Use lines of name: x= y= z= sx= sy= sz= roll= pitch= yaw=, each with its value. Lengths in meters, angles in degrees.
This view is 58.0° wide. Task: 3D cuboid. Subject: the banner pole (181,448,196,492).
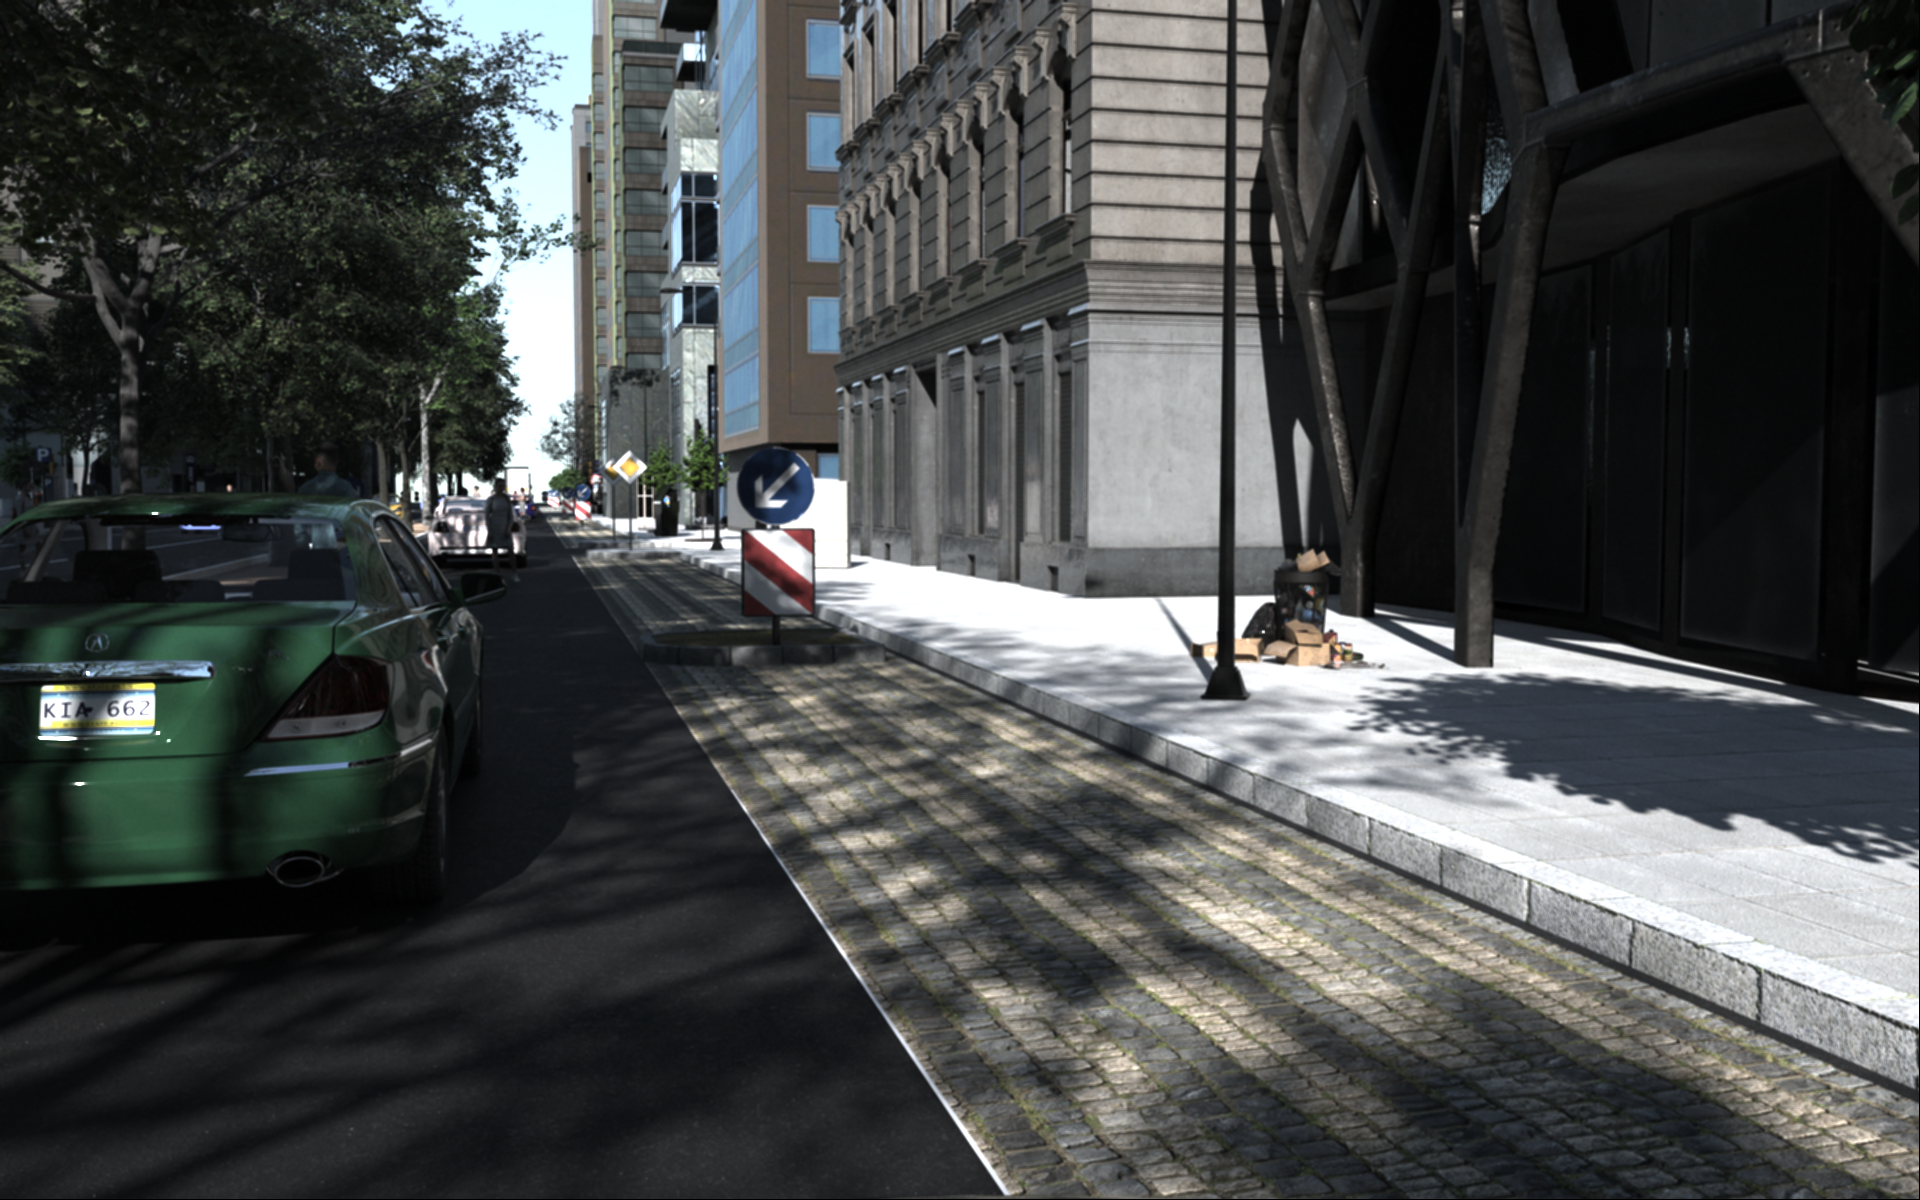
banner pole: x=-41.986 y=-6.370 z=94.169 sx=0.863 sy=3.779 sz=0.401 roll=-1 pitch=4 yaw=-14

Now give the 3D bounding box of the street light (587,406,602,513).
street light: x=-18.833 y=-7.248 z=91.044 sx=1.470 sy=5.913 sz=1.316 roll=-1 pitch=4 yaw=-14

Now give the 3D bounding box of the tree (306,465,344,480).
tree: x=-58.886 y=-10.820 z=160.614 sx=4.285 sy=4.588 sz=4.351 roll=0 pitch=3 yaw=0

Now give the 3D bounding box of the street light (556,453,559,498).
street light: x=-44.476 y=-13.564 z=194.308 sx=1.470 sy=5.913 sz=1.316 roll=-1 pitch=4 yaw=-14

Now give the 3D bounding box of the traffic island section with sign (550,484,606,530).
traffic island section with sign: x=-15.171 y=-3.693 z=69.011 sx=1.989 sy=1.847 sz=2.006 roll=-1 pitch=4 yaw=-14

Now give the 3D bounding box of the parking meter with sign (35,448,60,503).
parking meter with sign: x=-34.519 y=-4.254 z=65.809 sx=0.543 sy=3.016 sz=1.738 roll=-1 pitch=4 yaw=-11

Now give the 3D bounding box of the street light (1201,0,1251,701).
street light: x=1.149 y=-2.329 z=10.620 sx=1.470 sy=5.913 sz=1.316 roll=-1 pitch=4 yaw=-14

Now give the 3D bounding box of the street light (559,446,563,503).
street light: x=-37.471 y=-11.842 z=166.153 sx=1.470 sy=5.913 sz=1.316 roll=-1 pitch=4 yaw=-14

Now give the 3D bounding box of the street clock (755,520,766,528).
street clock: x=-4.218 y=-1.963 z=36.663 sx=0.471 sy=2.002 sz=0.358 roll=-3 pitch=4 yaw=-38

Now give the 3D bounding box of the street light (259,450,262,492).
street light: x=-46.527 y=-8.810 z=116.591 sx=1.470 sy=5.913 sz=1.316 roll=-1 pitch=4 yaw=-14

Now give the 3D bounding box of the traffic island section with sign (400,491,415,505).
traffic island section with sign: x=-70.536 y=-12.900 z=219.542 sx=1.989 sy=1.847 sz=2.006 roll=-1 pitch=4 yaw=-14

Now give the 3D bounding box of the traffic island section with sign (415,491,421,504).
traffic island section with sign: x=-77.165 y=-14.532 z=246.229 sx=1.989 sy=1.847 sz=2.006 roll=-1 pitch=4 yaw=-14

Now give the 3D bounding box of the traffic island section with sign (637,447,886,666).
traffic island section with sign: x=-1.832 y=-0.410 z=15.337 sx=1.989 sy=1.847 sz=2.006 roll=-1 pitch=4 yaw=-14

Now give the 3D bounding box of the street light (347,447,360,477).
street light: x=-60.377 y=-12.221 z=172.358 sx=1.470 sy=5.913 sz=1.316 roll=-1 pitch=4 yaw=-14

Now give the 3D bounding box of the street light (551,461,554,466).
street light: x=-50.392 y=-15.013 z=218.001 sx=1.470 sy=5.913 sz=1.316 roll=-1 pitch=4 yaw=-14

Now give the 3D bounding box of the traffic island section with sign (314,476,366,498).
traffic island section with sign: x=-15.776 y=-2.268 z=45.216 sx=2.006 sy=1.907 sz=1.989 roll=-1 pitch=4 yaw=-14

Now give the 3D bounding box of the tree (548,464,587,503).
tree: x=-42.265 y=-12.521 z=188.424 sx=4.285 sy=4.588 sz=4.351 roll=0 pitch=3 yaw=0

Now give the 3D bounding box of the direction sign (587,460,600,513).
direction sign: x=-24.299 y=-7.511 z=114.809 sx=0.876 sy=3.537 sz=0.379 roll=-2 pitch=4 yaw=-35

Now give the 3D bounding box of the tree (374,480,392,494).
tree: x=-73.244 y=-13.762 z=219.608 sx=1.663 sy=3.219 sz=1.824 roll=0 pitch=3 yaw=0

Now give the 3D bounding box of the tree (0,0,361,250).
tree: x=-7.617 y=-5.530 z=11.002 sx=7.486 sy=12.596 sz=7.792 roll=0 pitch=3 yaw=0

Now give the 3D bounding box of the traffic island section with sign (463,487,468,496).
traffic island section with sign: x=-33.911 y=-6.728 z=118.142 sx=2.006 sy=1.907 sz=1.989 roll=-1 pitch=4 yaw=-14

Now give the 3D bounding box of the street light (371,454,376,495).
street light: x=-66.724 y=-13.803 z=198.227 sx=1.470 sy=5.913 sz=1.316 roll=-1 pitch=4 yaw=-14

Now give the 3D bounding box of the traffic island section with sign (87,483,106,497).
traffic island section with sign: x=-31.814 y=-3.370 z=63.726 sx=1.989 sy=1.847 sz=2.006 roll=-1 pitch=4 yaw=-14

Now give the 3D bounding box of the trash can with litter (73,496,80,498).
trash can with litter: x=-37.839 y=-3.865 z=74.250 sx=2.233 sy=1.210 sz=1.678 roll=3 pitch=5 yaw=44

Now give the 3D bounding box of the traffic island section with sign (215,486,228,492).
traffic island section with sign: x=-38.316 y=-4.970 z=89.888 sx=1.989 sy=1.847 sz=2.006 roll=-1 pitch=4 yaw=-14

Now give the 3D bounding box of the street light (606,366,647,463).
street light: x=-11.948 y=-5.522 z=62.834 sx=1.470 sy=5.913 sz=1.316 roll=-1 pitch=4 yaw=-14

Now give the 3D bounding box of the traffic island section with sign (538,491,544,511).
traffic island section with sign: x=-33.673 y=-8.246 z=143.457 sx=1.989 sy=1.847 sz=2.006 roll=-1 pitch=4 yaw=-14

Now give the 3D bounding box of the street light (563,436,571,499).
street light: x=-30.665 y=-10.136 z=138.271 sx=1.470 sy=5.913 sz=1.316 roll=-1 pitch=4 yaw=-14

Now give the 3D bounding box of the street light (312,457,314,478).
street light: x=-53.385 y=-10.515 z=144.460 sx=1.470 sy=5.913 sz=1.316 roll=-1 pitch=4 yaw=-14

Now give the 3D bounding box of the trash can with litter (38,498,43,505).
trash can with litter: x=-46.277 y=-4.633 z=87.138 sx=1.055 sy=1.170 sz=0.624 roll=1 pitch=4 yaw=14

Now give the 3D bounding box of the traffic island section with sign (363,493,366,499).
traffic island section with sign: x=-57.232 y=-9.625 z=166.004 sx=1.989 sy=1.847 sz=2.006 roll=-1 pitch=4 yaw=-14

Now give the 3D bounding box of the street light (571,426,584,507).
street light: x=-25.824 y=-8.971 z=119.212 sx=1.470 sy=5.913 sz=1.316 roll=-1 pitch=4 yaw=-14

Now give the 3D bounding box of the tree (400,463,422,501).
tree: x=-84.597 y=-19.380 z=267.220 sx=4.360 sy=8.622 sz=3.978 roll=0 pitch=3 yaw=0

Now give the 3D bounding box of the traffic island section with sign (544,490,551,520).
traffic island section with sign: x=-21.678 y=-5.293 z=95.172 sx=1.989 sy=1.847 sz=2.006 roll=-1 pitch=4 yaw=-14

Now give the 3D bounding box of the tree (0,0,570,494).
tree: x=-9.958 y=-6.587 z=20.520 sx=12.009 sy=13.543 sz=11.850 roll=0 pitch=3 yaw=0

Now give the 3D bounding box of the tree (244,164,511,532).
tree: x=-18.095 y=-7.691 z=53.962 sx=9.928 sy=11.665 sz=9.643 roll=0 pitch=3 yaw=0

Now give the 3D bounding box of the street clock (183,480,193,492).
street clock: x=-40.819 y=-5.324 z=91.614 sx=0.471 sy=2.002 sz=0.358 roll=-2 pitch=4 yaw=-30

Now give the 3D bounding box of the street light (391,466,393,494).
street light: x=-73.596 y=-15.508 z=226.094 sx=1.470 sy=5.913 sz=1.316 roll=-1 pitch=4 yaw=-14

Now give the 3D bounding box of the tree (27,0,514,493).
tree: x=-13.308 y=-7.623 z=33.756 sx=9.857 sy=13.997 sz=8.962 roll=0 pitch=3 yaw=0

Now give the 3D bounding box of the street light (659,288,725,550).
street light: x=-6.073 y=-4.080 z=39.253 sx=1.470 sy=5.913 sz=1.316 roll=-1 pitch=4 yaw=-14
